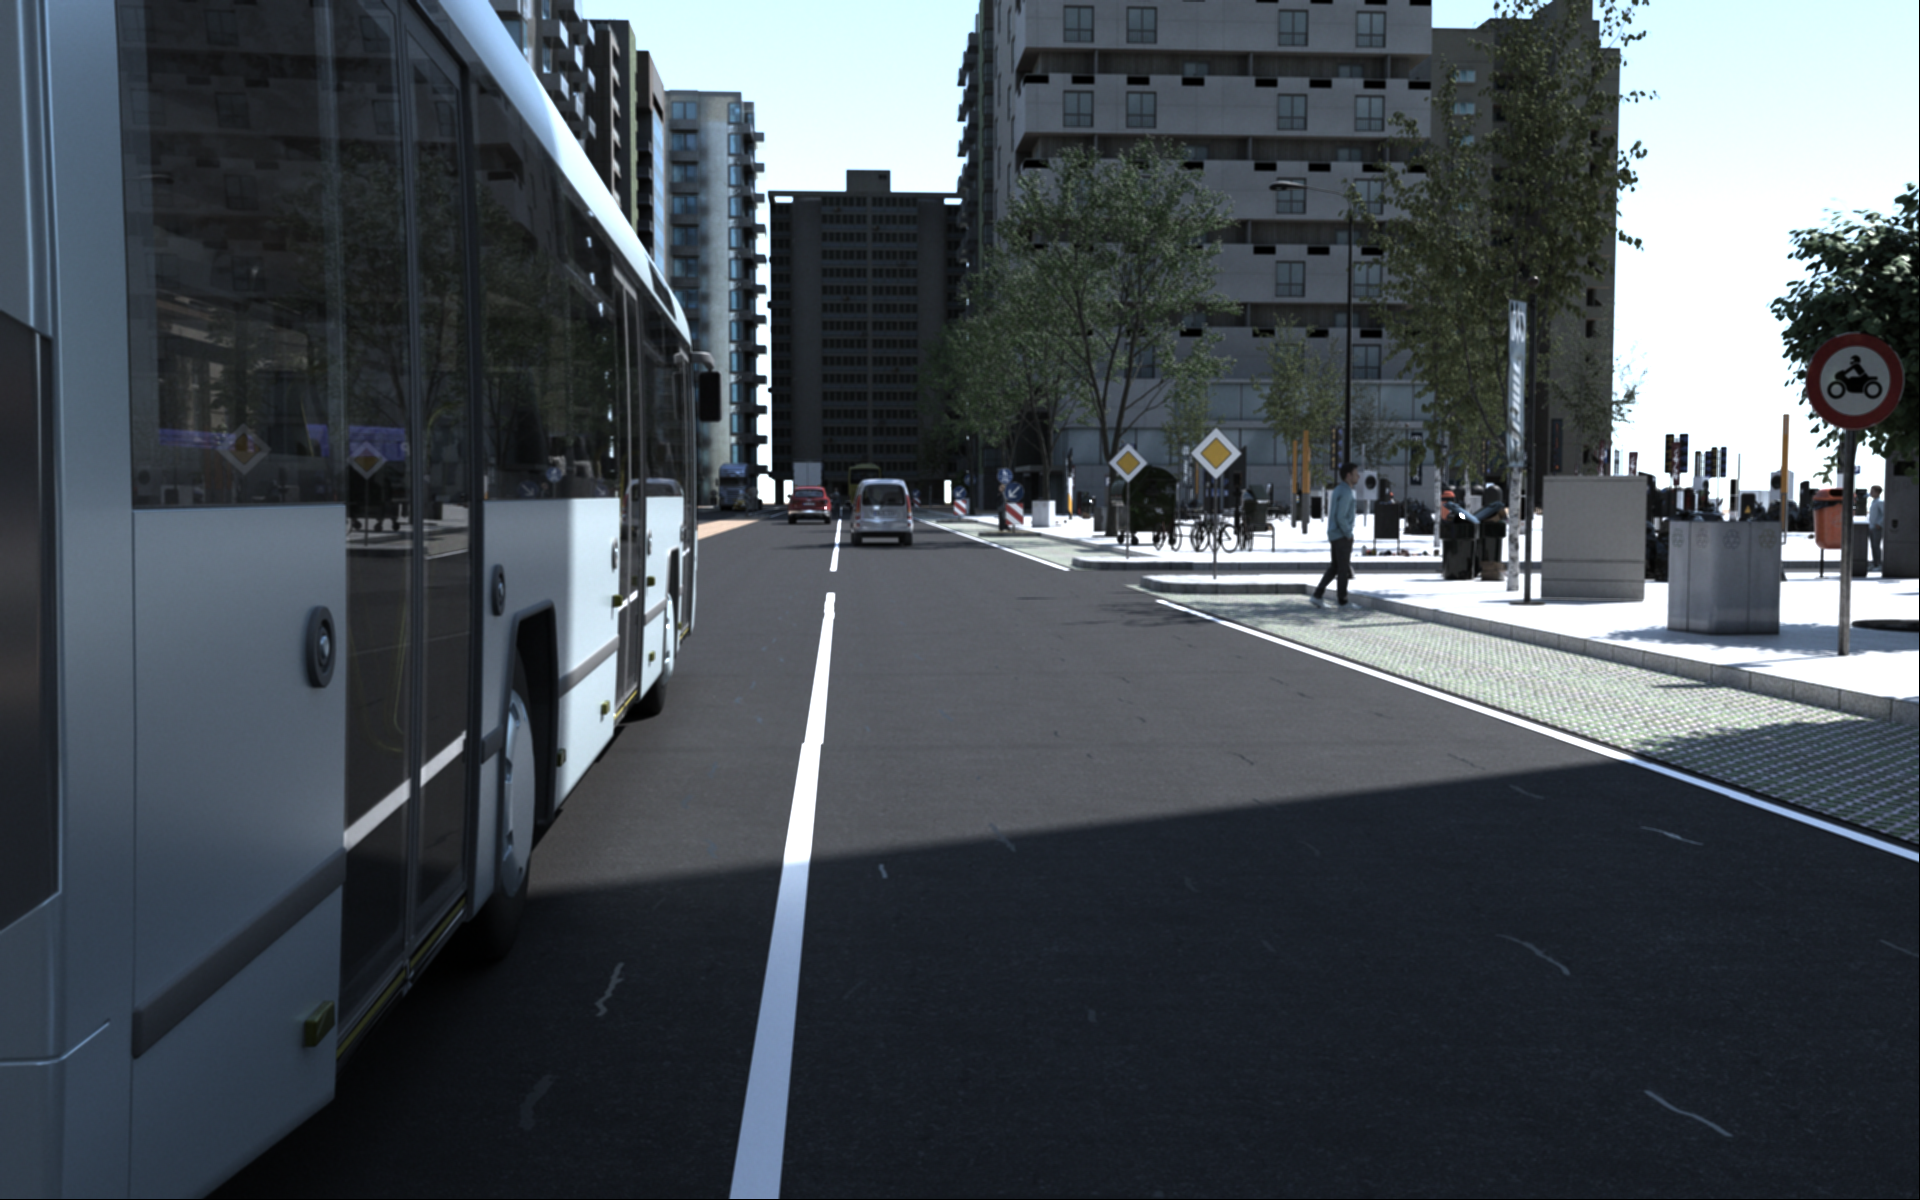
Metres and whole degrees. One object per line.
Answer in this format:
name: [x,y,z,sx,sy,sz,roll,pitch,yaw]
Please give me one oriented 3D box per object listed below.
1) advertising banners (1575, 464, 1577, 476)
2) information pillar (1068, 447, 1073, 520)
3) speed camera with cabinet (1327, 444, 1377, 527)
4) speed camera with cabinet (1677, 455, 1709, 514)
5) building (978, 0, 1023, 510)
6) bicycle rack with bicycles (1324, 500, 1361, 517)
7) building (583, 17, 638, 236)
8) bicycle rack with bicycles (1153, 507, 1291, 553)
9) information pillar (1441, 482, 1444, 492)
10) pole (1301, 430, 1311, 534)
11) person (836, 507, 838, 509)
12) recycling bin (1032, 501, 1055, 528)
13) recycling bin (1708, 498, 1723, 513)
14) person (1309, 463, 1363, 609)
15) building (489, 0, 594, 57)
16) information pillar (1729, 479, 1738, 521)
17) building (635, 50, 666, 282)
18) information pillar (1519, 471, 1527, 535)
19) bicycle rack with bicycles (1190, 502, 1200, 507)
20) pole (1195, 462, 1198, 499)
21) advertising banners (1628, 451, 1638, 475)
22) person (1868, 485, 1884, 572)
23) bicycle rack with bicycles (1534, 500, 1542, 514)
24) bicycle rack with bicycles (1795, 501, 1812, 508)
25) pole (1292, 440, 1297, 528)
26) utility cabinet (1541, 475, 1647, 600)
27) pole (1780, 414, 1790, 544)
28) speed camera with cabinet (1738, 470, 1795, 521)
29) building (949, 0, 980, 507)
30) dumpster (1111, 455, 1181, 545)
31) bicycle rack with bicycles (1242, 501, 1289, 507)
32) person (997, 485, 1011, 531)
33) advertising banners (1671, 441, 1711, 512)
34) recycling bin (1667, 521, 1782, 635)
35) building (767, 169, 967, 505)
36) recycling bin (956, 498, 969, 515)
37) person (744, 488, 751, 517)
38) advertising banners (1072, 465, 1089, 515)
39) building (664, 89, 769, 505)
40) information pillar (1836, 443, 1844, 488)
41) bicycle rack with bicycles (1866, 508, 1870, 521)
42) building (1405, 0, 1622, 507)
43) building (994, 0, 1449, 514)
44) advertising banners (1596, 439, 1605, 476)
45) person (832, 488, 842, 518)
advertising banners: [31.850,-5.692,89.251,0.090,3.025,2.074,1,4,12]
information pillar: [5.513,-5.832,86.706,0.183,3.616,0.504,1,4,20]
speed camera with cabinet: [15.284,-4.471,67.431,2.038,3.252,0.660,-2,4,-29]
speed camera with cabinet: [37.306,-5.734,88.094,2.038,3.252,0.660,-3,4,-36]
building: [8.411,-28.179,144.318,14.154,41.232,14.086,0,4,-4]
bicycle rack with bicycles: [20.670,-5.139,97.404,2.852,0.926,2.925,-3,4,-37]
building: [-34.676,-28.191,144.510,14.154,41.232,14.086,0,4,-4]
bicycle rack with bicycles: [5.807,-1.558,38.855,2.852,0.926,2.925,-1,4,-10]
information pillar: [28.780,-6.030,103.074,0.304,2.012,0.304,2,4,32]
pole: [11.067,-3.771,55.500,0.158,3.312,0.155,0,3,0]
person: [-12.110,-9.747,168.394,0.750,1.759,0.617,3,5,43]
recycling bin: [3.205,-3.292,66.377,0.722,1.027,0.722,2,4,24]
recycling bin: [46.951,-5.819,107.699,0.722,1.027,0.722,3,5,41]
person: [4.688,-0.798,21.568,0.620,1.820,0.660,0,4,-4]
building: [-37.964,-30.713,121.770,23.786,49.044,30.456,0,4,-4]
information pillar: [37.199,-4.818,83.272,0.304,2.012,0.304,3,4,38]
building: [-37.080,-31.942,172.358,14.200,45.320,14.600,0,4,-4]
information pillar: [17.582,-3.056,54.456,0.304,2.012,0.304,-2,4,-35]
bicycle rack with bicycles: [9.909,-4.027,79.227,2.852,0.926,2.925,3,5,42]
pole: [14.796,-6.998,108.255,0.158,3.312,0.155,0,3,0]
advertising banners: [27.233,-4.614,71.630,0.090,3.025,2.074,-2,4,-24]
person: [16.973,-1.333,32.098,0.330,1.601,0.589,1,4,14]
bicycle rack with bicycles: [36.456,-5.826,108.635,2.852,0.926,2.925,-2,4,-31]
bicycle rack with bicycles: [54.454,-5.840,108.863,2.925,0.926,2.852,-2,4,-32]
pole: [12.739,-4.410,65.954,0.158,3.312,0.155,0,3,0]
utility cabinet: [7.659,-0.749,20.932,1.173,1.500,0.318,1,4,22]
pole: [20.986,-3.072,44.074,0.158,3.312,0.155,0,3,0]
speed camera with cabinet: [31.240,-4.452,67.127,0.660,3.252,2.038,-2,4,-29]
building: [11.273,-33.452,166.552,23.786,49.044,30.456,0,4,-4]
dumpster: [4.711,-2.536,43.953,1.502,2.255,1.985,0,4,-4]
bicycle rack with bicycles: [14.201,-4.215,82.292,2.925,0.926,2.852,-1,4,-19]
person: [1.568,-3.286,62.647,0.534,1.772,0.576,-1,4,-13]
advertising banners: [24.071,-3.728,57.143,0.090,3.025,2.074,-1,4,-12]
recycling bin: [7.099,-0.217,16.100,0.722,1.027,0.722,-1,4,-12]
building: [-11.111,-31.692,210.052,23.993,40.220,32.217,0,4,-4]
recycling bin: [0.204,-5.714,105.975,0.722,1.027,0.722,-1,4,-16]
person: [-12.900,-5.921,105.589,0.573,1.790,0.520,-3,5,-43]
advertising banners: [7.238,-6.653,104.969,0.090,3.025,2.074,3,4,37]
building: [-38.034,-35.768,204.423,30.456,49.044,23.786,0,4,-4]
information pillar: [35.673,-4.808,69.959,0.504,3.616,0.183,1,4,9]
bicycle rack with bicycles: [45.322,-4.332,84.215,2.852,0.926,2.925,2,4,33]
building: [54.072,-33.709,174.836,21.600,48.544,21.300,0,4,-4]
building: [16.855,-32.678,123.518,28.713,52.752,27.495,0,4,-4]
advertising banners: [20.519,-3.583,54.766,0.090,3.025,2.074,0,4,4]
person: [-7.413,-5.867,104.601,0.661,1.801,0.590,-2,4,-28]
